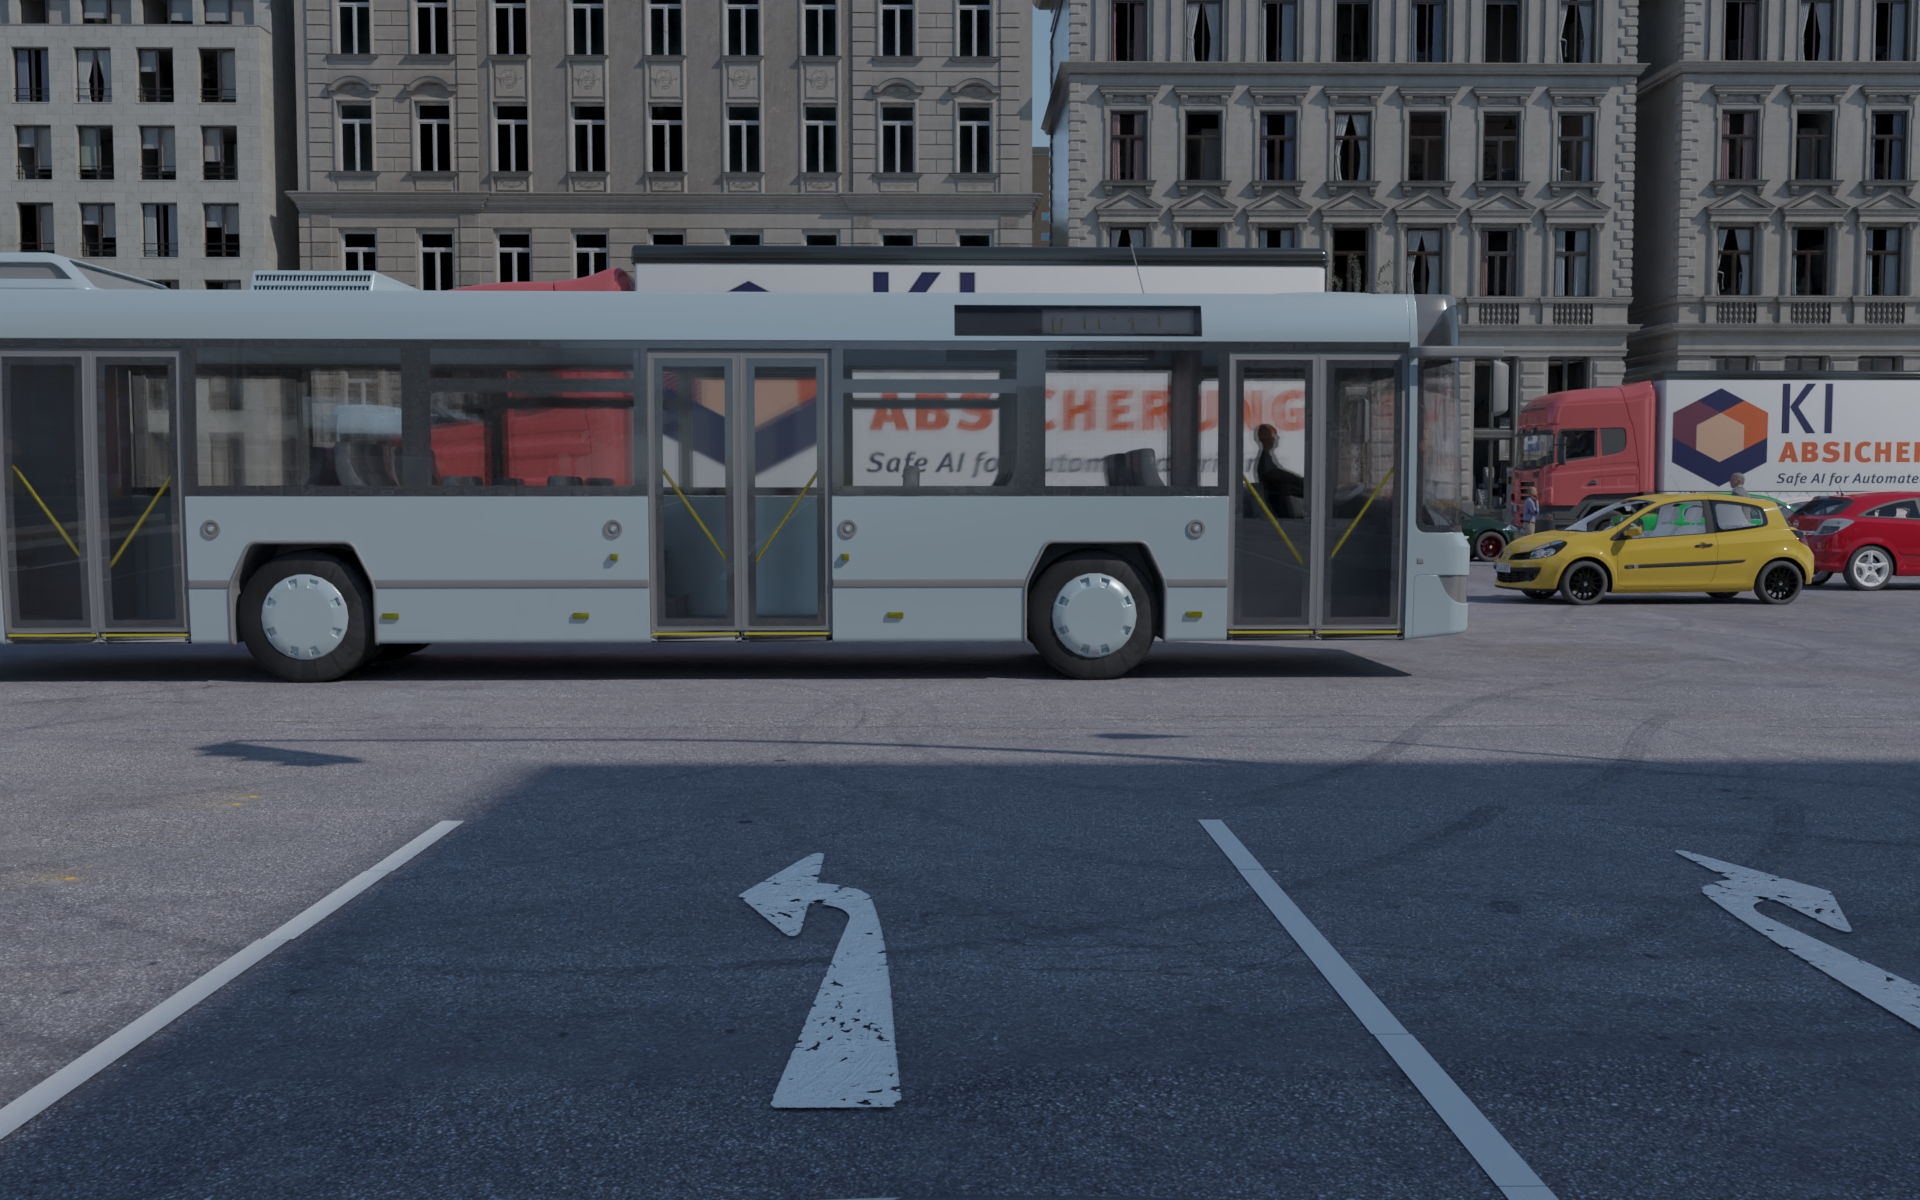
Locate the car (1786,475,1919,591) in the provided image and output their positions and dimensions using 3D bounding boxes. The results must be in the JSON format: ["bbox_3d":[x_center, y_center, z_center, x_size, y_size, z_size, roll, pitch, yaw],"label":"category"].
[{"bbox_3d":[14.837,-1.064,26.439,4.494,1.783,2.155,0,4,-3],"label":"car"}]

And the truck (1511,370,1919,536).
[{"bbox_3d":[18.148,-3.154,40.487,11.283,4.237,2.839,0,4,-1],"label":"truck"}]

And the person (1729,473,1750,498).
[{"bbox_3d":[12.578,-1.180,28.184,0.834,1.777,0.661,2,4,31],"label":"person"}]

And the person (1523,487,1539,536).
[{"bbox_3d":[11.288,-1.447,34.215,0.319,1.574,0.516,1,4,15],"label":"person"}]

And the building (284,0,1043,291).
[{"bbox_3d":[-9.762,-16.222,62.499,25.104,27.353,12.463,0,4,-1],"label":"building"}]

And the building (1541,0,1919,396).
[{"bbox_3d":[32.726,-14.227,61.487,19.941,23.489,11.050,0,4,-1],"label":"building"}]

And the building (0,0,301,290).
[{"bbox_3d":[-31.169,-12.646,61.516,16.860,20.320,10.420,0,4,-1],"label":"building"}]

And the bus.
[{"bbox_3d":[-1.823,-1.189,14.307,13.247,3.499,2.948,0,4,-2],"label":"bus"}]

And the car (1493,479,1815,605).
[{"bbox_3d":[9.186,-0.788,23.105,3.980,1.641,2.015,0,4,-3],"label":"car"}]

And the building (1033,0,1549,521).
[{"bbox_3d":[12.780,-14.232,61.578,19.941,23.489,11.050,0,4,-1],"label":"building"}]

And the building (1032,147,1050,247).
[{"bbox_3d":[7.927,-35.014,222.585,14.200,45.320,14.600,0,4,-1],"label":"building"}]

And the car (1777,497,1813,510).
[{"bbox_3d":[17.097,-1.444,35.970,4.827,1.381,2.083,0,4,-2],"label":"car"}]

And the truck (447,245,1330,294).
[{"bbox_3d":[-1.463,-1.950,20.795,11.283,4.237,2.839,0,4,-2],"label":"truck"}]

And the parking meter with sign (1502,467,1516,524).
[{"bbox_3d":[15.846,-3.235,49.155,0.543,3.016,1.738,0,4,-2],"label":"parking meter with sign"}]

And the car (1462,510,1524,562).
[{"bbox_3d":[9.946,-1.680,37.258,4.222,1.686,2.009,0,4,-2],"label":"car"}]

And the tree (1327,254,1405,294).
[{"bbox_3d":[11.749,-6.239,52.363,4.360,8.622,3.978,0,3,0],"label":"tree"}]

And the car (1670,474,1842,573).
[{"bbox_3d":[14.426,-1.421,32.022,4.718,1.807,1.959,0,4,-2],"label":"car"}]
